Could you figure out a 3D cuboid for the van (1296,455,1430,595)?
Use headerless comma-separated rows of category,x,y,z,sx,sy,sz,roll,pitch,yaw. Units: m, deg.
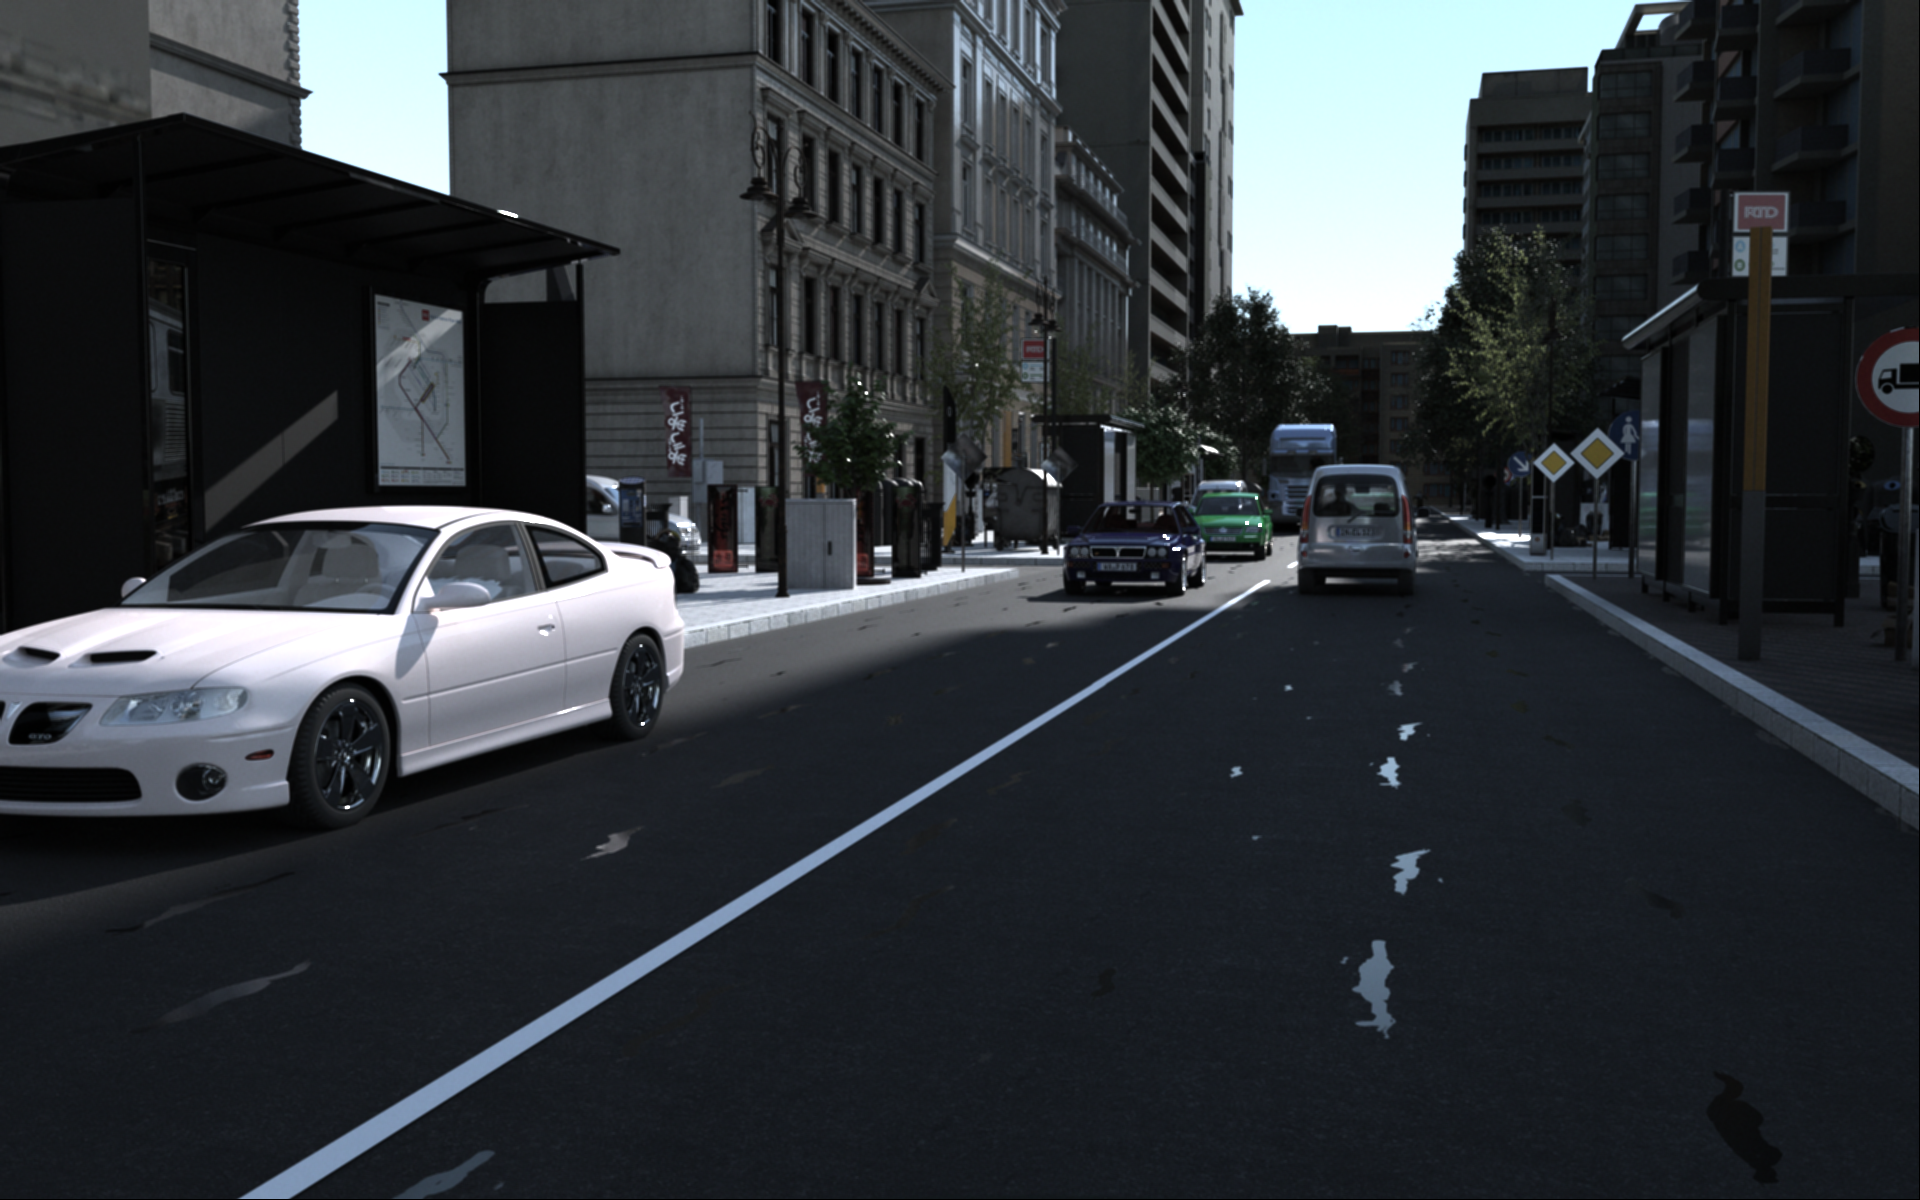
van,6.037,-1.167,26.097,2.013,2.044,4.112,1,4,15

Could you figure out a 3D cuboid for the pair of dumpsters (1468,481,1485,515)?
pair of dumpsters,31.424,-6.208,103.996,1.574,2.255,4.437,1,4,14

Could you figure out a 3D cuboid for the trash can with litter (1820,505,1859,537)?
trash can with litter,12.516,-0.826,24.890,0.624,1.170,1.055,1,4,19

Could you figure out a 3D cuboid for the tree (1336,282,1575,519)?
tree,27.249,-10.991,90.071,12.009,13.543,11.850,0,3,0

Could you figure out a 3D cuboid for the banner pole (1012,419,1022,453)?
banner pole,1.907,-4.155,57.947,0.401,3.779,0.863,-2,4,-24

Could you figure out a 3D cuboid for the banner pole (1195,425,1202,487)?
banner pole,8.734,-4.494,63.488,0.401,3.779,0.863,1,4,21

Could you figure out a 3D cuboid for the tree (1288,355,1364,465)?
tree,29.085,-13.683,141.842,7.486,12.596,7.792,0,3,0

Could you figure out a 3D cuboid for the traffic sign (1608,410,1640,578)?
traffic sign,10.233,-1.604,26.324,0.768,2.556,0.104,1,4,16

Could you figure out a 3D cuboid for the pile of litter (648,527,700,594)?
pile of litter,-4.024,-0.505,22.225,1.176,0.858,1.719,3,4,36

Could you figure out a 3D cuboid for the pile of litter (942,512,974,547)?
pile of litter,-0.190,-1.760,42.747,1.176,0.858,1.719,1,4,12

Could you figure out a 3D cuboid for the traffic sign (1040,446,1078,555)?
traffic sign,2.058,-1.989,36.167,0.795,2.450,0.064,1,4,14

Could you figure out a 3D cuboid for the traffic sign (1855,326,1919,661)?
traffic sign,7.245,-0.805,13.263,0.768,2.556,0.104,1,4,18

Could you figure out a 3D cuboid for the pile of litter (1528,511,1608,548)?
pile of litter,14.687,-1.732,42.280,1.176,0.858,1.719,-1,4,-19

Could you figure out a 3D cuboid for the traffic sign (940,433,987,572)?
traffic sign,0.057,-1.516,28.436,0.795,2.450,0.064,1,4,14

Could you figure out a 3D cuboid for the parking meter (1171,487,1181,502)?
parking meter,7.940,-3.372,63.538,0.372,1.533,0.369,0,3,0

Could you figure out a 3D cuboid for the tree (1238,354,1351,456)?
tree,19.958,-10.582,107.426,8.767,10.594,7.601,1,4,10

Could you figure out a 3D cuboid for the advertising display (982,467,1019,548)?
advertising display,0.993,-2.224,41.572,0.974,1.923,0.123,2,4,29

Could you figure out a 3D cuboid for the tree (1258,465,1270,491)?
tree,21.418,-8.203,117.826,4.285,4.588,4.351,0,3,0

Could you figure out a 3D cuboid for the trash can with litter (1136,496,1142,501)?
trash can with litter,7.205,-3.793,73.072,1.678,1.210,2.233,1,4,11

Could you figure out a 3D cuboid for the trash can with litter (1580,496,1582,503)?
trash can with litter,35.742,-5.378,98.992,2.233,1.210,1.678,-1,4,-10

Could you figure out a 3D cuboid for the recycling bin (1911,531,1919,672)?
recycling bin,7.389,0.002,12.518,0.722,1.027,0.722,-3,5,-45

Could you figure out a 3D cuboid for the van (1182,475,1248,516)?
van,7.578,-2.672,50.705,2.013,2.044,4.112,1,4,15

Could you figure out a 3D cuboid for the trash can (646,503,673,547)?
trash can,-4.706,-0.887,26.151,0.748,1.137,0.748,0,3,0

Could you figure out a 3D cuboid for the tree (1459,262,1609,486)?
tree,18.075,-6.376,54.615,4.737,8.622,4.395,0,3,0

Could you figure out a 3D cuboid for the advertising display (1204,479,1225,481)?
advertising display,10.520,-4.080,71.930,0.974,1.923,0.123,0,4,-6

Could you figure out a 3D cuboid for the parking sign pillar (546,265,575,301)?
parking sign pillar,-4.306,-1.823,18.274,1.447,3.967,1.447,-1,4,-22

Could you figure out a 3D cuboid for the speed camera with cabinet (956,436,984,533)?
speed camera with cabinet,0.279,-3.924,58.492,0.660,3.252,2.038,-1,4,-15

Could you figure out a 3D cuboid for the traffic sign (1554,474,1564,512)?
traffic sign,19.682,-3.504,57.403,0.768,2.556,0.104,1,4,22

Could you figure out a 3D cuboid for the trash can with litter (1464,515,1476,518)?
trash can with litter,28.302,-5.037,93.413,1.678,1.210,2.233,-3,4,-38

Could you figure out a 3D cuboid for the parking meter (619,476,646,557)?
parking meter,-4.608,-0.977,24.393,0.372,1.533,0.369,0,3,0

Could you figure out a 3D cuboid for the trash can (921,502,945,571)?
trash can,-0.610,-1.074,29.211,0.748,1.137,0.748,0,3,0

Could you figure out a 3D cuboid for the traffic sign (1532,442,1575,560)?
traffic sign,11.536,-1.838,33.701,0.795,2.450,0.064,1,4,14

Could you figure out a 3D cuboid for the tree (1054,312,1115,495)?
tree,4.456,-7.282,69.427,4.737,8.622,4.395,0,3,0

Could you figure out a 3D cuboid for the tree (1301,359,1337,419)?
tree,32.213,-14.893,153.868,12.009,13.543,11.850,0,3,0

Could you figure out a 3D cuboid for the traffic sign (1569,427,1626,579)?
traffic sign,9.534,-1.366,25.970,0.795,2.450,0.064,1,4,14

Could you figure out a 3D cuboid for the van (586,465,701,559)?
van,-7.252,-1.693,34.689,4.112,2.044,2.013,1,4,14

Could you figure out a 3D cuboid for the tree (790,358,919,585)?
tree,-1.548,-1.855,24.926,1.663,3.219,1.824,0,3,0

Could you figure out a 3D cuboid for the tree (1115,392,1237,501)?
tree,6.215,-4.429,56.131,4.285,4.588,4.351,0,3,0

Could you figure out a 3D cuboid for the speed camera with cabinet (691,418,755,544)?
speed camera with cabinet,-6.099,-3.090,44.863,2.038,3.252,0.660,3,5,42

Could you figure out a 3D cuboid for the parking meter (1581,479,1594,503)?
parking meter,23.970,-3.700,66.212,0.399,1.863,0.255,-1,4,-9

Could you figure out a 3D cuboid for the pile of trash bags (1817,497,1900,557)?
pile of trash bags,19.295,-1.570,35.426,3.447,1.369,1.912,2,4,24

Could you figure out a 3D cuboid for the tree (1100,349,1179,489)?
tree,8.986,-8.341,86.741,4.360,8.622,3.978,0,3,0

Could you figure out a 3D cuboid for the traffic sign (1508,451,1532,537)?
traffic sign,16.669,-3.142,51.481,0.768,2.556,0.104,1,4,23

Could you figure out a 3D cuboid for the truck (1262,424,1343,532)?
truck,14.569,-5.055,72.411,2.967,4.110,18.799,1,4,13

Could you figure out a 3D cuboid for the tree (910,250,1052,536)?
tree,0.466,-6.273,52.931,4.737,8.622,4.395,0,3,0

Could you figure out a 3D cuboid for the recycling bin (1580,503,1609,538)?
recycling bin,17.998,-2.237,49.133,0.722,1.027,0.722,2,4,24

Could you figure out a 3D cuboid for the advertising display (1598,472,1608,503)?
advertising display,18.856,-2.797,50.939,0.123,1.923,0.974,2,4,34

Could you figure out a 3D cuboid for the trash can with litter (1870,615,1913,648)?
trash can with litter,8.146,-0.180,14.327,1.055,1.170,0.624,3,5,39

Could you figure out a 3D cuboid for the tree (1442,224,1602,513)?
tree,15.291,-5.884,46.572,4.360,8.622,3.978,0,3,0

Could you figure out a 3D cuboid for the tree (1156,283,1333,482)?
tree,15.524,-10.854,94.474,9.611,12.733,9.660,0,3,0

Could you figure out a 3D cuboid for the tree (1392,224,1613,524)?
tree,23.135,-9.578,73.602,9.611,12.733,9.660,0,3,0

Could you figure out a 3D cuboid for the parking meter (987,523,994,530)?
parking meter,1.133,-3.256,61.639,0.372,1.533,0.369,0,3,0

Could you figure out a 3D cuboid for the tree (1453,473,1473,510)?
tree,41.565,-9.049,142.546,1.663,3.219,1.824,0,3,0

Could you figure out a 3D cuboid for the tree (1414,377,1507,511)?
tree,39.579,-12.812,135.234,9.928,11.665,9.643,0,3,0

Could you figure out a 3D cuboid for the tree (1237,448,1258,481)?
tree,10.668,-5.668,76.390,4.285,4.588,4.351,0,3,0
